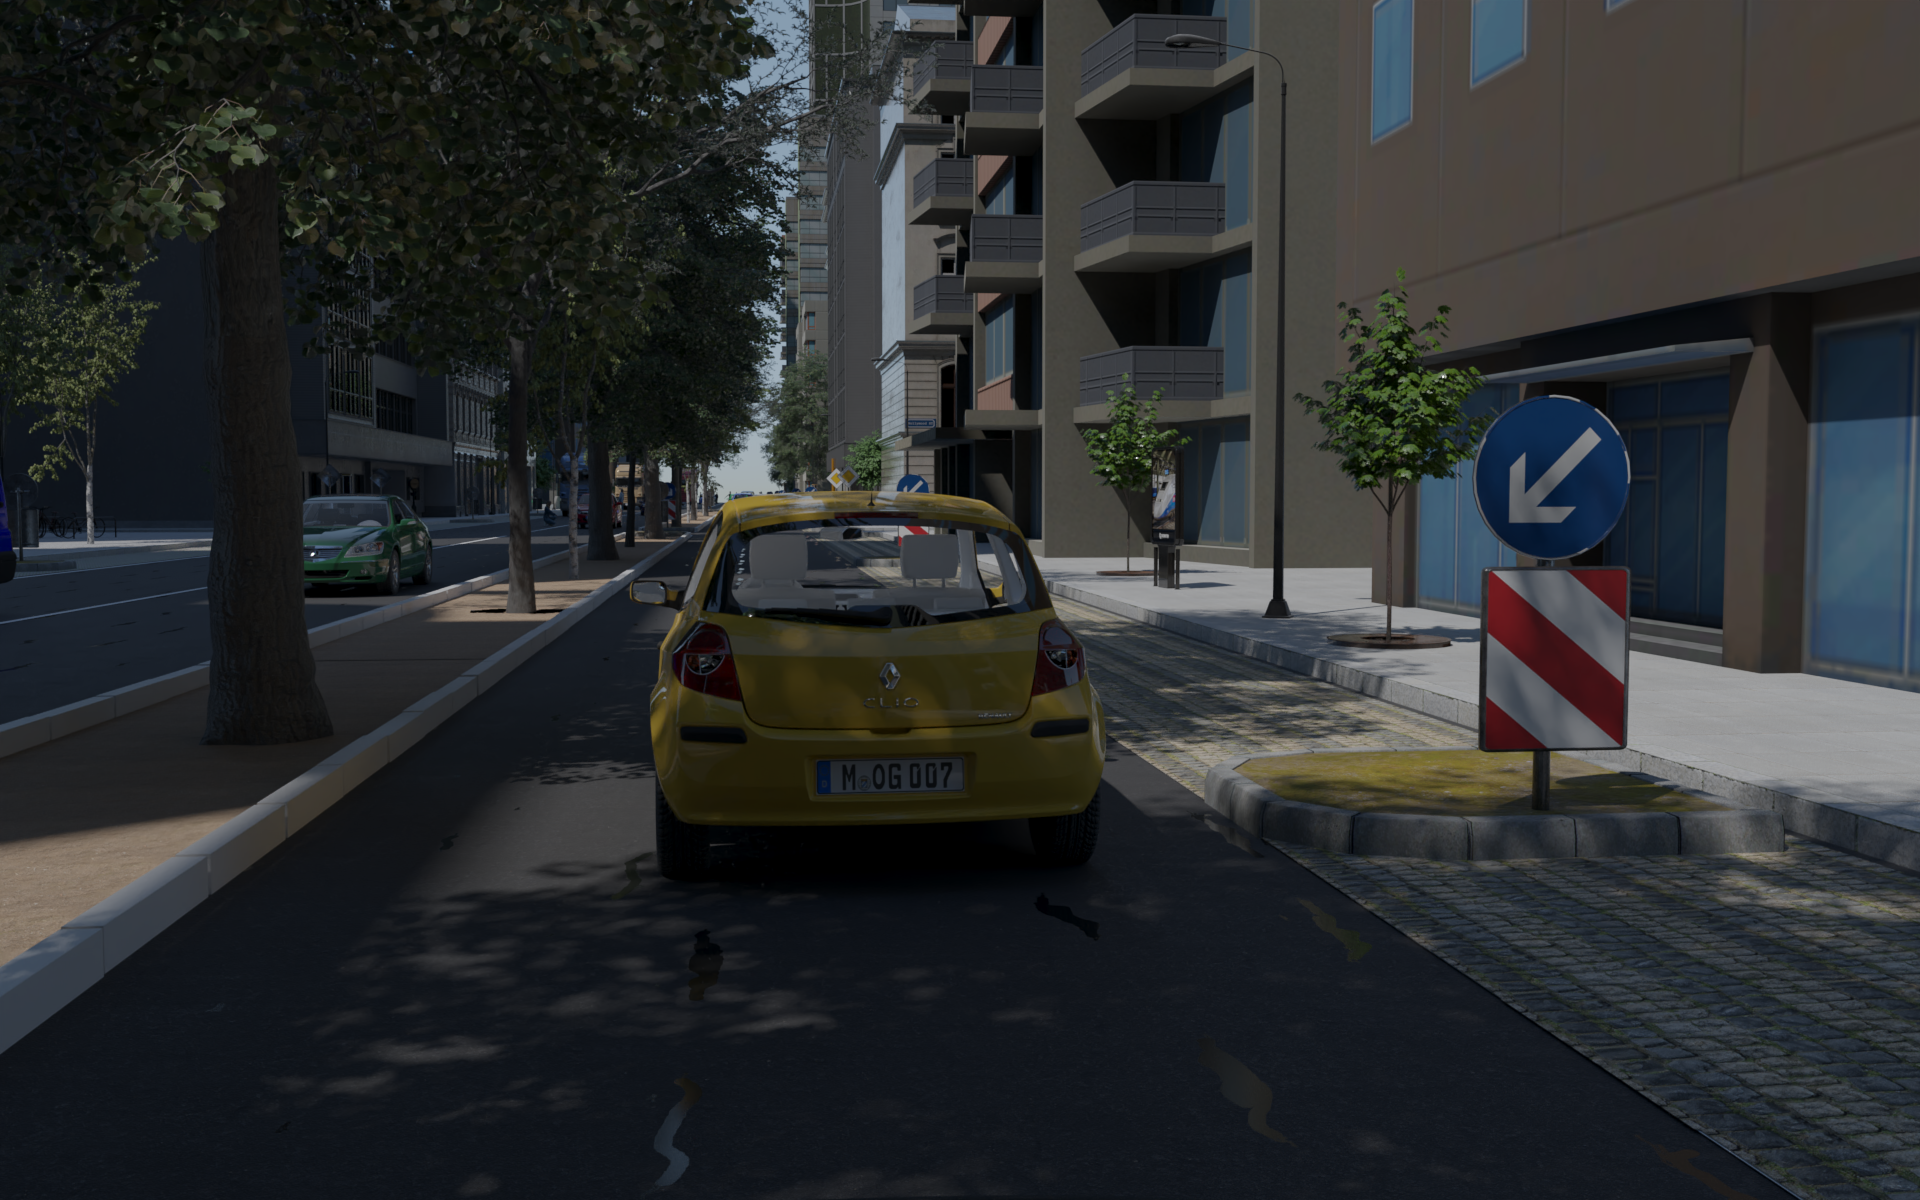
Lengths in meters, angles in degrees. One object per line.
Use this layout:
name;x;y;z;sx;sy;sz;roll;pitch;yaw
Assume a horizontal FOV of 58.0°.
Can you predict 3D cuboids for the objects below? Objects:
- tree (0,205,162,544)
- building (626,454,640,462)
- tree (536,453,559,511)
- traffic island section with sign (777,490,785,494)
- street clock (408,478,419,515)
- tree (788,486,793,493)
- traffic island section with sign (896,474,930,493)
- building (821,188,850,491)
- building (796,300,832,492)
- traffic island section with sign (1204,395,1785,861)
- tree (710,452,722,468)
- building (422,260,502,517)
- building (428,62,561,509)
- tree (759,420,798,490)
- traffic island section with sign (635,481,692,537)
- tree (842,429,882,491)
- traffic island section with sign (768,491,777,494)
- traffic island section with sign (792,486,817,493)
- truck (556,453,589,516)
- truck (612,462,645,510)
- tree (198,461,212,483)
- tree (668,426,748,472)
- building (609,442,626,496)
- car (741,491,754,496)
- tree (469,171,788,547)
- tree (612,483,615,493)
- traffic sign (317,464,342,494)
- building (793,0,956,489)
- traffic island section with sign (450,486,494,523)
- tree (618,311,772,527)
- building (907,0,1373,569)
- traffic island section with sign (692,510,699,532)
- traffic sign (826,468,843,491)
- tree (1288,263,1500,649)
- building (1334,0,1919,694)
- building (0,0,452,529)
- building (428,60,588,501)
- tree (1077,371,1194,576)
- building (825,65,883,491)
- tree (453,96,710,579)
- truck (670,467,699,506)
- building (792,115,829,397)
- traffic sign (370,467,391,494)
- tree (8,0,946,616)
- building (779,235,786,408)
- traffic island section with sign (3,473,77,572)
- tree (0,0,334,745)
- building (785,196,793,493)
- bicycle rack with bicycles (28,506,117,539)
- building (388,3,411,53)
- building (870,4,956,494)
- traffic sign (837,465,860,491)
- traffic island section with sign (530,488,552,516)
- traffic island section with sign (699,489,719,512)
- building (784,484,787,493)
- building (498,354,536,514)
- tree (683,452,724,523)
tree;-22.551;-5.742;44.248;4.737;8.622;4.395;0;3;0
building;-57.871;-36.380;249.435;22.147;44.769;28.867;0;4;-7
tree;-32.352;-9.074;132.070;4.285;4.588;4.351;0;3;0
traffic island section with sign;-11.136;-6.607;116.648;1.989;1.847;2.006;0;4;-7
street clock;-25.225;-4.612;79.975;0.358;2.002;0.471;3;5;41
tree;-22.494;-14.576;232.924;1.663;3.219;1.824;0;3;0
traffic island section with sign;-1.120;-1.595;34.710;1.989;1.847;2.006;0;4;-7
building;-3.073;-21.002;130.778;14.401;28.519;23.554;0;4;-7
building;-1.827;-19.913;170.623;27.650;21.520;28.899;0;4;-7
traffic island section with sign;2.175;0.057;7.700;1.989;1.847;2.006;0;4;-7
tree;-17.642;-10.146;118.710;4.737;8.622;4.395;0;3;0
building;-33.386;-15.510;102.734;9.793;20.994;18.267;0;4;-7
building;-50.837;-27.975;149.272;32.217;40.220;23.993;0;4;-7
tree;-21.284;-18.847;225.155;9.611;12.733;9.660;0;3;0
traffic island section with sign;-10.236;-3.094;58.728;2.006;1.907;1.989;0;4;-7
tree;-4.197;-6.294;86.620;4.285;4.588;4.351;0;3;0
traffic island section with sign;-17.141;-9.612;165.790;1.989;1.847;2.006;0;4;-7
traffic island section with sign;-7.853;-4.964;89.784;1.989;1.847;2.006;0;4;-7
truck;-25.280;-7.873;118.475;2.967;4.110;18.799;0;4;-7
truck;-29.300;-10.193;155.561;2.839;4.237;11.283;0;4;-5
tree;-22.351;-3.607;53.582;1.663;3.219;1.824;0;3;0
tree;-20.101;-12.693;135.740;9.928;11.665;9.643;0;3;0
building;-51.714;-35.367;228.367;14.600;45.320;14.200;0;4;-7
car;-24.695;-11.776;201.209;2.281;1.827;5.304;0;4;-8
tree;-8.843;-6.663;45.815;8.767;10.594;7.601;0;4;-7
tree;-42.670;-13.480;214.999;1.663;3.219;1.824;0;3;0
traffic sign;-20.783;-3.272;57.146;0.795;2.450;0.064;0;4;-7
building;-9.611;-47.031;207.214;20.563;71.187;20.611;0;4;-7
traffic island section with sign;-24.450;-4.786;86.874;1.989;1.847;2.006;0;4;-7
tree;-11.643;-9.209;71.146;7.486;12.596;7.792;0;3;0
building;10.232;-23.738;42.745;22.147;44.769;28.867;0;4;-7
traffic island section with sign;-11.125;-3.544;66.082;2.006;1.907;1.989;0;4;-7
traffic sign;-4.781;-3.882;67.119;0.795;2.450;0.064;0;4;-7
tree;3.663;-1.222;14.581;1.663;3.219;1.824;0;3;0
building;12.182;-22.211;13.268;14.600;45.320;14.200;0;4;-7
building;-32.871;-15.861;78.388;14.314;24.678;30.058;0;4;-7
building;-44.269;-31.771;169.568;14.600;45.320;14.200;0;4;-7
tree;2.604;-2.012;27.491;1.663;3.219;1.824;0;3;0
building;-0.682;-19.185;107.176;14.314;27.812;24.014;0;4;-7
tree;-6.555;-4.663;29.059;4.737;8.622;4.395;0;3;0
truck;-28.318;-11.606;178.663;2.839;4.237;11.283;0;4;-8
building;-10.755;-31.006;190.545;14.154;41.232;14.086;0;4;-7
traffic sign;-21.752;-3.757;65.073;0.795;2.450;0.064;0;4;-7
tree;-5.318;-6.588;20.541;12.009;13.543;11.850;0;3;0
building;-18.570;-38.624;286.122;22.147;44.769;28.867;0;4;-7
traffic island section with sign;-17.799;-1.457;32.446;1.989;1.847;2.006;0;4;-7
tree;-4.017;-6.145;9.591;9.857;13.997;8.962;0;3;0
building;-17.165;-34.073;240.681;14.154;41.232;14.086;0;4;-7
bicycle rack with bicycles;-26.216;-2.269;50.478;2.852;0.926;2.925;1;4;13
building;-51.140;-53.686;190.430;22.319;86.520;31.000;0;4;-7
building;13.882;-15.734;76.342;34.723;24.649;14.460;0;4;-7
traffic sign;-3.812;-3.398;59.192;0.795;2.450;0.064;0;4;-7
traffic island section with sign;-27.737;-6.431;113.781;1.989;1.847;2.006;0;4;-7
traffic island section with sign;-20.251;-8.106;140.666;2.006;1.907;1.989;0;4;-7
building;-10.476;-34.788;260.671;32.217;40.220;23.993;0;4;-7
building;-35.848;-16.230;120.115;10.420;20.320;16.860;0;4;-7
tree;-13.335;-8.076;84.860;4.360;8.622;3.978;0;3;0
